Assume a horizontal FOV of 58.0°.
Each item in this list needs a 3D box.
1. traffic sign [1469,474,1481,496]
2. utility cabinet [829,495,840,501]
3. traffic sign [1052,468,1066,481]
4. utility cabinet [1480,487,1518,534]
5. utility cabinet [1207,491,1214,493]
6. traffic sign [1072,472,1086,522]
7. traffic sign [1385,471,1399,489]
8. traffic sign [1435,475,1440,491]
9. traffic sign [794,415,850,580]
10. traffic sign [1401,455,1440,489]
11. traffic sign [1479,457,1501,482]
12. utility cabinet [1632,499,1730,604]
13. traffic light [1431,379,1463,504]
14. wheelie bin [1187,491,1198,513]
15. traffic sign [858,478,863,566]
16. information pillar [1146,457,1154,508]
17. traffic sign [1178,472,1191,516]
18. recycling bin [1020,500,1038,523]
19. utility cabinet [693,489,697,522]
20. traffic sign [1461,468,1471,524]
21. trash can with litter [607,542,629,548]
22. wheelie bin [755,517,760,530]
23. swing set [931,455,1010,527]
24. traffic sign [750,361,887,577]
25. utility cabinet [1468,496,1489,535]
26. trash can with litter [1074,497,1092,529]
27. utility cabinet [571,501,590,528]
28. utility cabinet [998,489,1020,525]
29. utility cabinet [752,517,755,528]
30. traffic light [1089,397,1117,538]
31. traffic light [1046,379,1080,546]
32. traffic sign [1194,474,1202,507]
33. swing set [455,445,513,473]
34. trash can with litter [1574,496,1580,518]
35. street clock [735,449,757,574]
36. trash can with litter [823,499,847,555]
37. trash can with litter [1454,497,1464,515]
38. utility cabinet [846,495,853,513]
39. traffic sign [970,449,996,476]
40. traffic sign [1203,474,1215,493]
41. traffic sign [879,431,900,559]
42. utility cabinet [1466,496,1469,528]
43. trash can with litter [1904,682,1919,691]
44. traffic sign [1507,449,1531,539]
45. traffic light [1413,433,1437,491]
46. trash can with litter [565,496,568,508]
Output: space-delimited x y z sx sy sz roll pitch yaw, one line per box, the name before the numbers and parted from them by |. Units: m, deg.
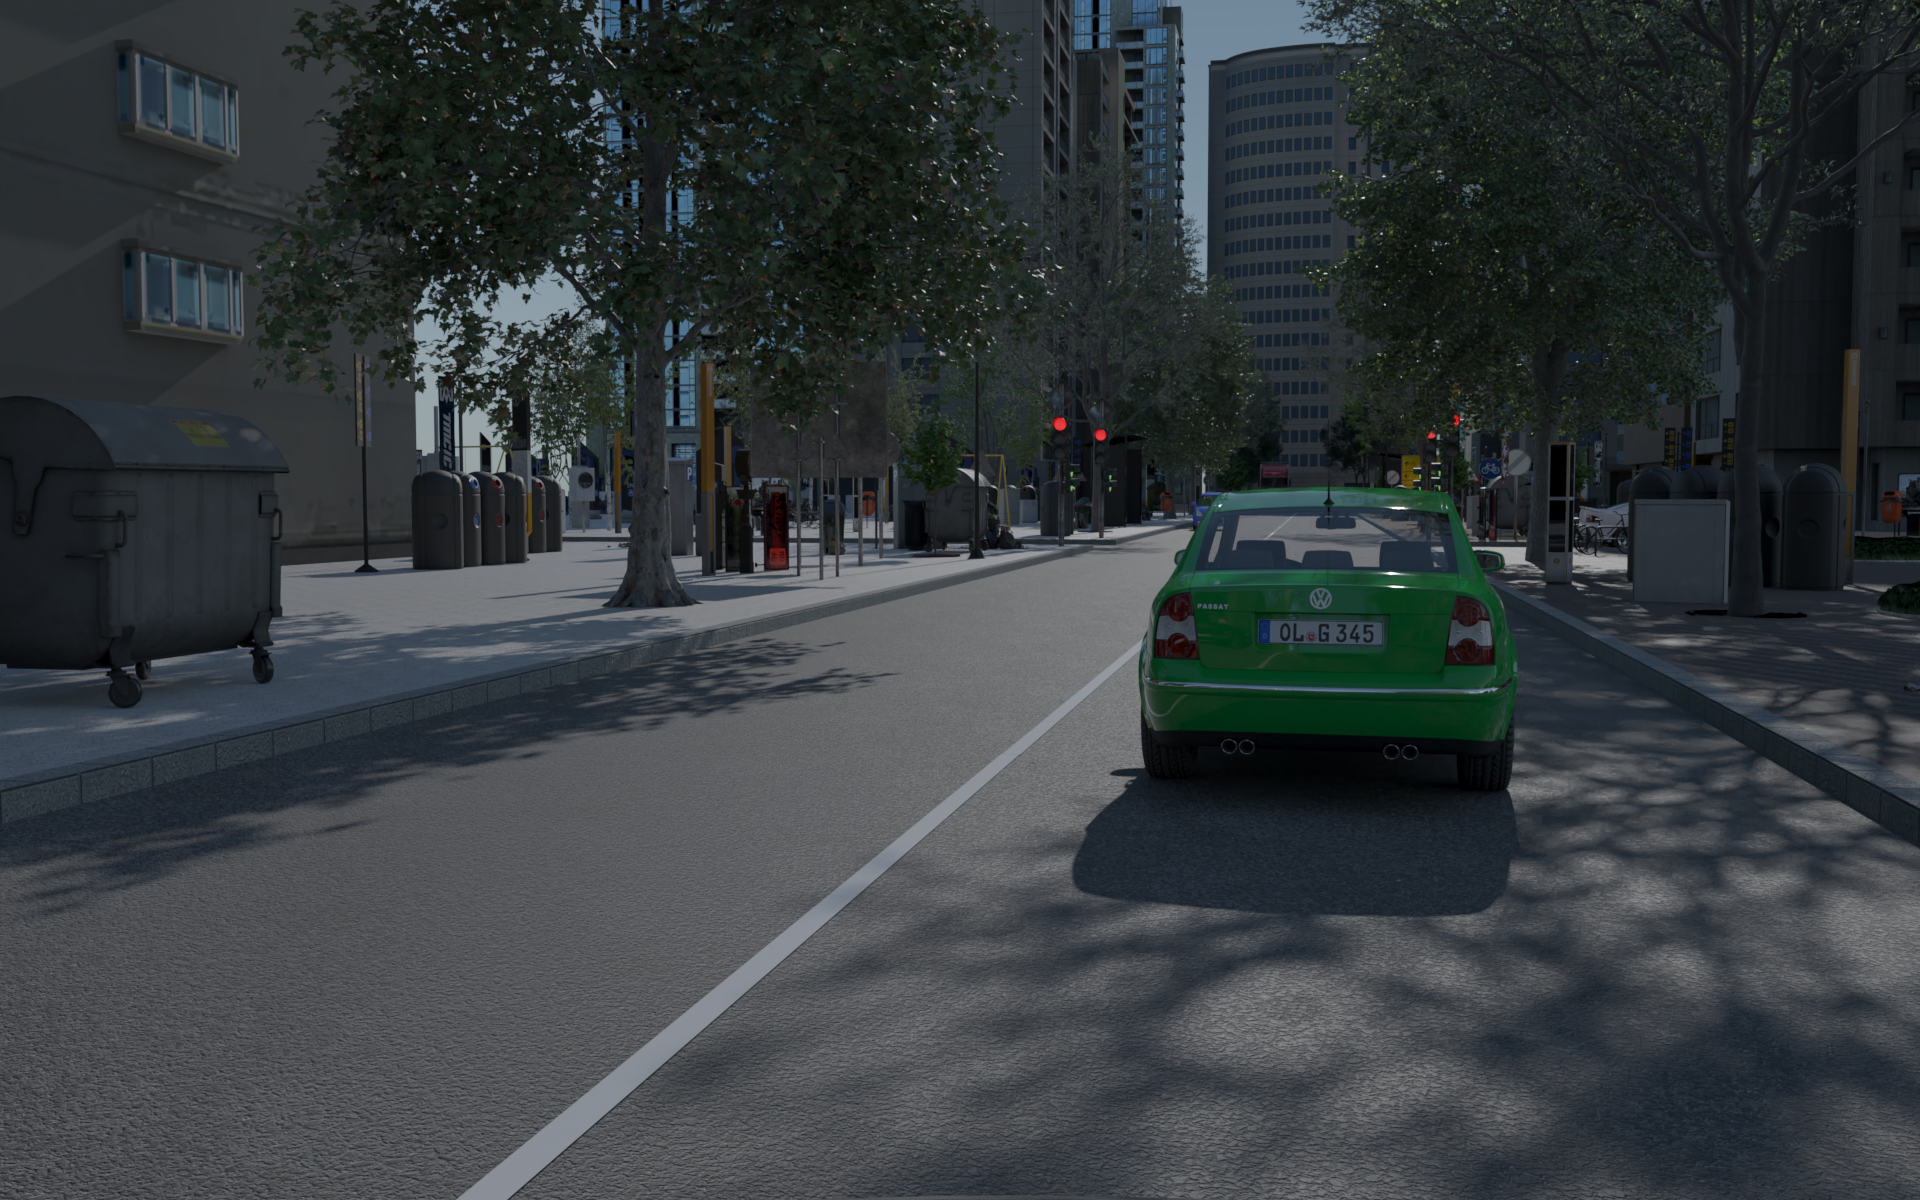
traffic sign | 22.630 -4.700 76.849 0.884 2.594 0.081 1 4 13
utility cabinet | -9.078 -6.962 124.986 1.020 1.237 0.306 3 5 44
traffic sign | 4.177 -4.307 70.421 0.884 2.594 0.081 1 4 18
utility cabinet | 17.345 -2.880 55.772 0.318 1.500 1.173 -3 5 -44
utility cabinet | 17.920 -7.012 123.325 0.318 1.500 1.173 2 4 31
traffic sign | 4.708 -4.313 70.528 0.884 2.594 0.081 1 4 21
traffic sign | 23.356 -5.721 93.641 0.768 2.556 0.104 1 4 19
traffic sign | 22.341 -4.851 81.442 0.606 2.300 0.079 1 4 14
traffic sign | -2.068 -1.577 25.789 0.884 2.594 0.081 1 4 18
traffic sign | 24.183 -5.902 90.373 2.265 3.308 0.079 1 4 19
traffic sign | 18.429 -3.675 60.195 0.768 2.556 0.104 1 4 21
utility cabinet | 8.575 -0.577 20.602 1.020 1.237 0.306 2 4 32
traffic light | 11.479 -3.158 40.561 0.839 4.253 0.868 1 4 12
wheelie bin | 16.078 -6.846 119.841 0.693 1.594 0.980 0 4 -5
traffic sign | -1.766 -1.869 30.670 0.768 2.556 0.104 1 4 17
information pillar | 10.819 -6.563 98.660 0.504 3.616 0.183 -1 4 -16
traffic sign | 12.897 -6.079 99.492 0.768 2.556 0.104 1 4 21
recycling bin | 3.070 -3.968 77.424 0.722 1.027 0.722 0 4 -8
utility cabinet | -11.997 -4.287 78.765 0.318 1.500 1.173 3 4 37
traffic sign | 17.157 -3.545 59.145 0.795 2.450 0.064 1 4 17
trash can with litter | -7.712 -1.884 41.854 1.678 1.210 2.233 -1 4 -22
wheelie bin | -6.874 -3.264 61.279 0.980 1.594 0.693 1 4 14
swing set | 0.188 -4.345 68.665 3.119 2.851 2.862 -1 4 -10
traffic sign | -2.213 -2.020 26.903 2.265 3.308 0.079 1 4 16
utility cabinet | 16.464 -2.659 54.636 0.306 1.237 1.020 3 4 37
trash can with litter | 4.368 -3.203 63.751 1.055 1.170 0.624 -3 5 -44
utility cabinet | -14.320 -3.470 65.421 0.318 1.500 1.173 0 4 7
utility cabinet | 2.016 -3.838 71.426 0.318 1.500 1.173 2 4 35
utility cabinet | -8.287 -3.441 64.932 1.173 1.500 0.318 -2 4 -28
traffic light | 4.126 -3.749 50.218 0.839 4.253 0.868 1 4 12
traffic light | 2.505 -3.271 42.399 0.839 4.253 0.868 1 4 12
traffic sign | 15.262 -6.857 112.221 0.768 2.556 0.104 1 4 14
swing set | -15.894 -3.588 56.289 3.119 2.851 2.862 2 4 26
trash can with litter | 30.602 -4.537 85.240 2.233 1.210 1.678 -3 5 -42
street clock | -3.453 -1.432 27.988 0.358 2.002 0.471 1 4 11
trash can with litter | -2.611 -1.556 36.829 0.624 1.170 1.055 -1 4 -15
trash can with litter | 34.243 -6.650 120.117 1.055 1.170 0.624 0 4 -4
utility cabinet | -7.125 -6.367 115.255 1.020 1.237 0.306 2 4 35
traffic sign | 0.606 -3.073 50.242 0.884 2.594 0.081 1 4 13
traffic sign | 15.994 -6.801 111.302 0.768 2.556 0.104 1 4 14
traffic sign | -1.569 -2.095 34.354 0.768 2.556 0.104 1 4 20
utility cabinet | 19.552 -3.351 65.946 0.306 1.237 1.020 2 4 31
trash can with litter | 6.641 0.048 10.280 1.678 1.210 2.233 -1 4 -8
traffic sign | 15.725 -2.990 48.987 0.768 2.556 0.104 1 4 18
traffic light | 13.101 -3.637 48.381 0.839 4.253 0.868 1 4 12
trash can with litter | -27.723 -6.677 120.561 1.055 1.170 0.624 3 5 43
